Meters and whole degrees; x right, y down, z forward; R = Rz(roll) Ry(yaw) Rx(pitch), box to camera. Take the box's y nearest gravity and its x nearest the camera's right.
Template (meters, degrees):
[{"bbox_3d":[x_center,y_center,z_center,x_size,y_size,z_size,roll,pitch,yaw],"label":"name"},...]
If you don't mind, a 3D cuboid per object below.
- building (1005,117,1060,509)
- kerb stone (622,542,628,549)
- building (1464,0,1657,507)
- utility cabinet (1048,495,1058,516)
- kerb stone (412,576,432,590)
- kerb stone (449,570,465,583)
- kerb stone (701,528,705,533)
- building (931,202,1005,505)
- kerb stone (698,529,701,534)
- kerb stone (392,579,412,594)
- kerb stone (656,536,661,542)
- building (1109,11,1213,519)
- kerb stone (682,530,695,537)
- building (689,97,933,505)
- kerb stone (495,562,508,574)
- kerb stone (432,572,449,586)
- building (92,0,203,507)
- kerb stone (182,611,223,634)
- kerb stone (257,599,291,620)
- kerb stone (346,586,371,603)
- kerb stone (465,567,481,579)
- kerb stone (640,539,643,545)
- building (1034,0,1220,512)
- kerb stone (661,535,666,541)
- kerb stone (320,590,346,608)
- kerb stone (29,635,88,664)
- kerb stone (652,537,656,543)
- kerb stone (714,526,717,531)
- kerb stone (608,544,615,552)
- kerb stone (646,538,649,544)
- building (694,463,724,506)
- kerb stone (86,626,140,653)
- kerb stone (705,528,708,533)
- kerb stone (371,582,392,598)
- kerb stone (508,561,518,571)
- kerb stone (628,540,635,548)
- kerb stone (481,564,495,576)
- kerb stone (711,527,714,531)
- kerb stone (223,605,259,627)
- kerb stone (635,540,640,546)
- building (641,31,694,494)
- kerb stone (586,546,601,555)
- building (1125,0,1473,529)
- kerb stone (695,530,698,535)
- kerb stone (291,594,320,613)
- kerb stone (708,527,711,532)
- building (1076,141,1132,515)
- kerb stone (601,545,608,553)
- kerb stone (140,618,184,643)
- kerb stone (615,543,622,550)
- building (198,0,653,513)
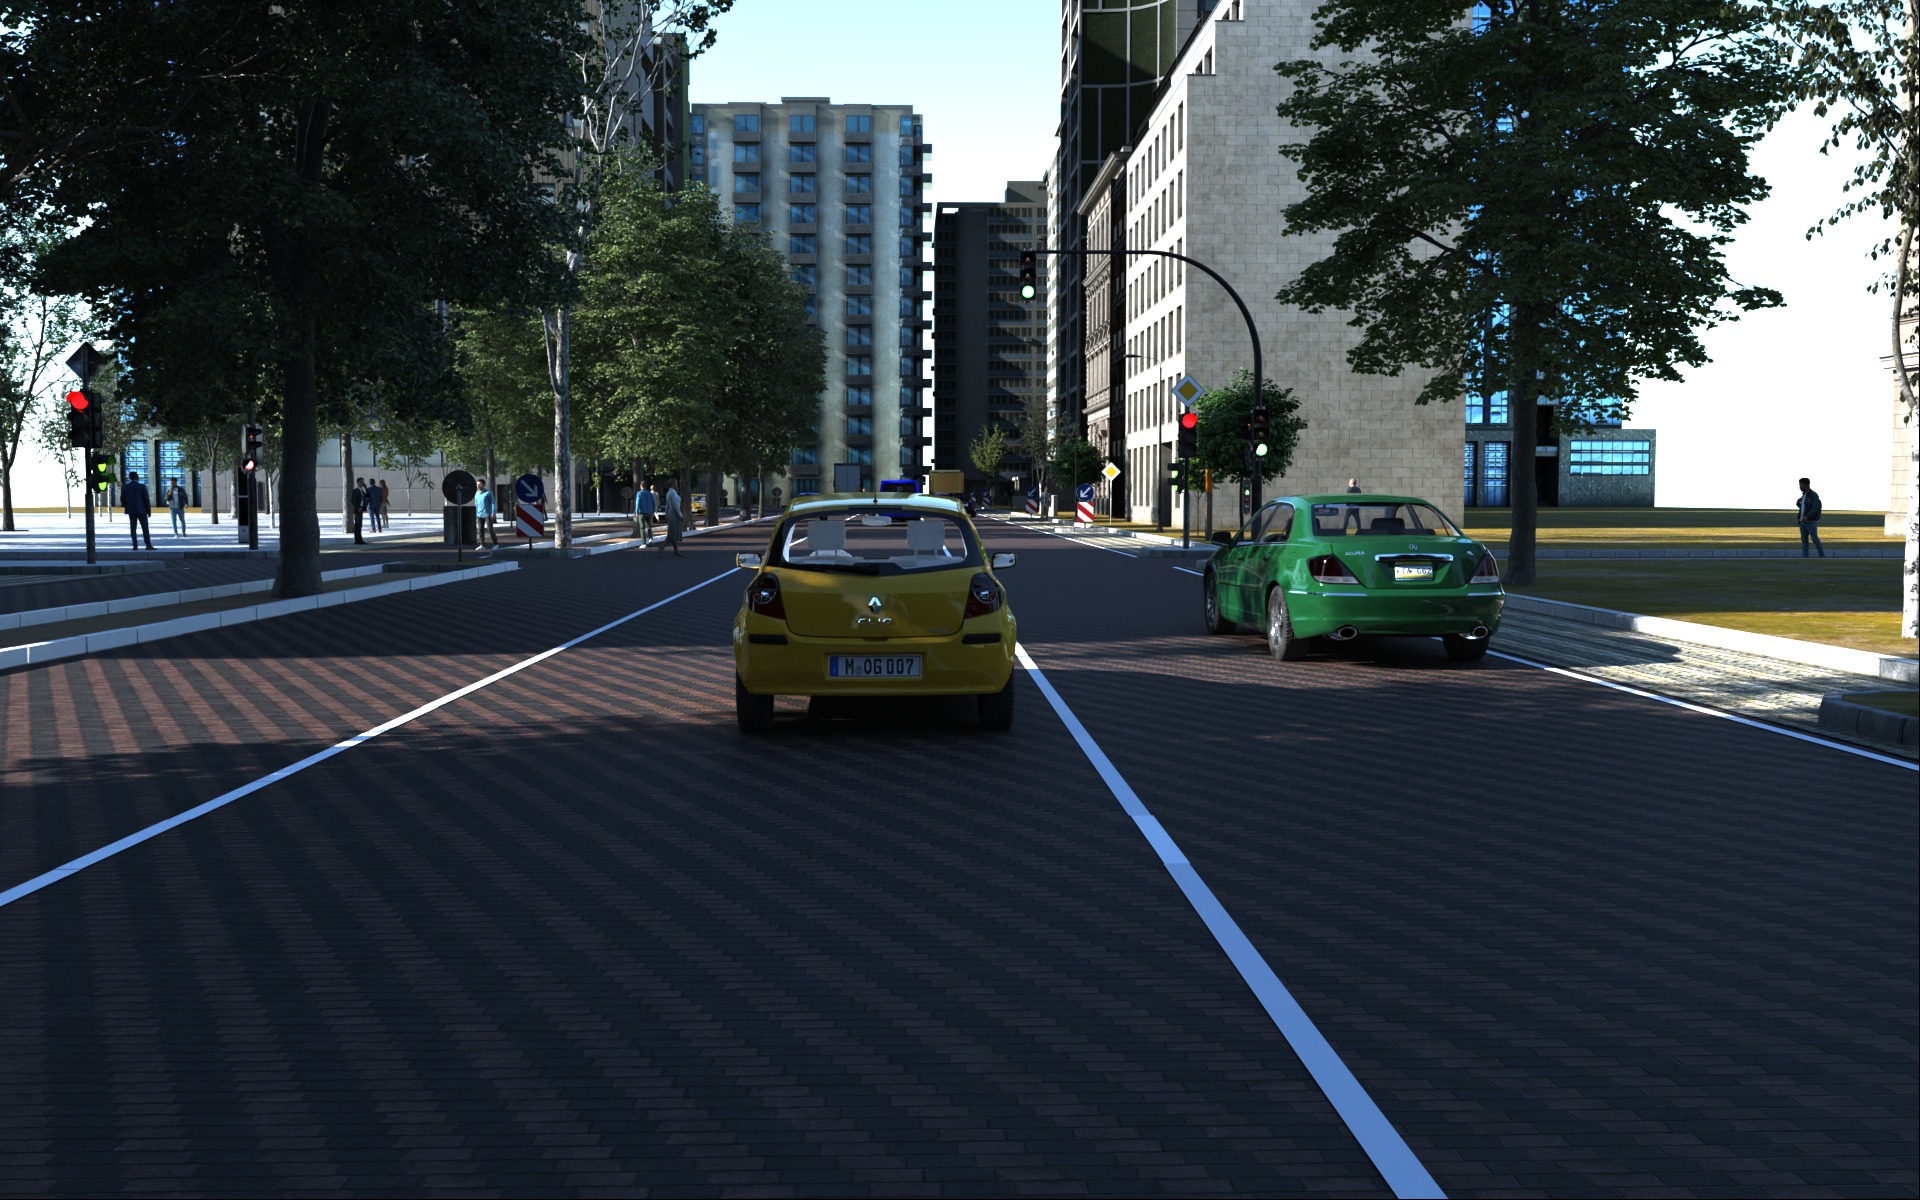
[{"bbox_3d":[21.698,-29.735,178.043,32.217,40.220,23.993,0,4,-2],"label":"building"},{"bbox_3d":[-8.887,-1.413,45.304,0.120,0.150,1.000,0,4,-2],"label":"kerb stone"},{"bbox_3d":[54.461,-52.965,178.657,31.000,86.520,22.319,0,4,-2],"label":"building"},{"bbox_3d":[5.322,-5.444,100.169,0.306,1.237,1.020,-1,4,-20],"label":"utility cabinet"},{"bbox_3d":[-8.264,-0.253,26.334,0.120,0.150,1.000,0,4,-2],"label":"kerb stone"},{"bbox_3d":[-8.338,-0.378,28.382,0.120,0.150,1.000,0,4,-2],"label":"kerb stone"},{"bbox_3d":[-9.458,-2.473,62.751,0.120,0.150,1.000,0,4,-2],"label":"kerb stone"},{"bbox_3d":[8.452,-32.151,217.551,23.993,40.220,32.217,0,4,-2],"label":"building"},{"bbox_3d":[-9.423,-2.418,61.725,0.120,0.150,1.000,0,4,-2],"label":"kerb stone"},{"bbox_3d":[-8.246,-0.190,25.305,0.120,0.150,1.000,0,4,-2],"label":"kerb stone"},{"bbox_3d":[-9.090,-1.790,51.461,0.120,0.150,1.000,0,4,-2],"label":"kerb stone"},{"bbox_3d":[14.693,-15.800,88.004,12.332,23.373,15.834,0,4,-2],"label":"building"},{"bbox_3d":[-9.349,-2.291,59.652,0.120,0.150,1.000,0,4,-2],"label":"kerb stone"},{"bbox_3d":[-18.675,-36.209,211.633,30.456,49.044,23.786,0,4,-2],"label":"building"},{"bbox_3d":[-8.436,-0.564,31.464,0.120,0.150,1.000,0,4,-2],"label":"kerb stone"},{"bbox_3d":[-8.297,-0.310,27.356,0.120,0.150,1.000,0,4,-2],"label":"kerb stone"},{"bbox_3d":[-70.900,-52.703,174.372,31.000,86.520,22.319,0,4,-2],"label":"building"},{"bbox_3d":[-8.006,0.248,18.138,0.120,0.150,1.000,0,4,-2],"label":"kerb stone"},{"bbox_3d":[-8.065,0.123,20.186,0.120,0.150,1.000,0,4,-2],"label":"kerb stone"},{"bbox_3d":[-8.164,-0.065,23.262,0.120,0.150,1.000,0,4,-2],"label":"kerb stone"},{"bbox_3d":[-8.368,-0.438,29.416,0.120,0.150,1.000,0,4,-2],"label":"kerb stone"},{"bbox_3d":[-8.982,-1.598,48.380,0.120,0.150,1.000,0,4,-2],"label":"kerb stone"},{"bbox_3d":[16.458,-42.314,130.081,20.563,71.187,20.611,0,4,-2],"label":"building"},{"bbox_3d":[-9.114,-1.852,52.484,0.120,0.150,1.000,0,4,-2],"label":"kerb stone"},{"bbox_3d":[-8.135,-0.003,22.239,0.120,0.150,1.000,0,4,-2],"label":"kerb stone"},{"bbox_3d":[-7.904,0.438,15.067,0.120,0.150,1.000,0,4,-2],"label":"kerb stone"},{"bbox_3d":[-9.055,-1.727,50.431,0.120,0.150,1.000,0,4,-2],"label":"kerb stone"},{"bbox_3d":[-9.584,-2.729,66.838,0.120,0.150,1.000,0,4,-2],"label":"kerb stone"},{"bbox_3d":[-8.822,-1.288,43.261,0.120,0.150,1.000,0,4,-2],"label":"kerb stone"},{"bbox_3d":[-9.016,-1.660,49.402,0.120,0.150,1.000,0,4,-2],"label":"kerb stone"},{"bbox_3d":[-39.903,-20.185,175.067,28.899,21.520,27.650,0,4,-2],"label":"building"},{"bbox_3d":[-7.932,0.373,16.093,0.120,0.150,1.000,0,4,-2],"label":"kerb stone"},{"bbox_3d":[-9.484,-2.542,63.773,0.120,0.150,1.000,0,4,-2],"label":"kerb stone"},{"bbox_3d":[-8.203,-0.122,24.284,0.120,0.150,1.000,0,4,-2],"label":"kerb stone"},{"bbox_3d":[-8.463,-0.630,32.488,0.120,0.150,1.000,0,4,-2],"label":"kerb stone"},{"bbox_3d":[-8.914,-1.475,46.334,0.120,0.150,1.000,0,4,-2],"label":"kerb stone"},{"bbox_3d":[-8.396,-0.504,30.438,0.120,0.150,1.000,0,4,-2],"label":"kerb stone"},{"bbox_3d":[-9.560,-2.666,65.816,0.120,0.150,1.000,0,4,-2],"label":"kerb stone"},{"bbox_3d":[-8.036,0.191,19.160,0.120,0.150,1.000,0,4,-2],"label":"kerb stone"},{"bbox_3d":[-8.951,-1.539,47.358,0.120,0.150,1.000,0,4,-2],"label":"kerb stone"},{"bbox_3d":[-30.958,-28.458,148.877,14.154,41.232,14.086,0,4,-2],"label":"building"},{"bbox_3d":[-8.755,-1.162,41.211,0.120,0.150,1.000,0,4,-2],"label":"kerb stone"},{"bbox_3d":[13.117,-13.259,71.529,10.420,20.320,16.860,0,4,-2],"label":"building"},{"bbox_3d":[-9.379,-2.354,60.683,0.120,0.150,1.000,0,4,-2],"label":"kerb stone"},{"bbox_3d":[-8.108,0.060,21.218,0.120,0.150,1.000,0,4,-2],"label":"kerb stone"},{"bbox_3d":[-9.524,-2.605,64.795,0.120,0.150,1.000,0,4,-2],"label":"kerb stone"},{"bbox_3d":[13.550,-16.939,105.828,11.050,23.489,19.941,0,4,-2],"label":"building"},{"bbox_3d":[-8.785,-1.223,42.236,0.120,0.150,1.000,0,4,-2],"label":"kerb stone"},{"bbox_3d":[-7.962,0.315,17.117,0.120,0.150,1.000,0,4,-2],"label":"kerb stone"},{"bbox_3d":[-8.854,-1.351,44.282,0.120,0.150,1.000,0,4,-2],"label":"kerb stone"},{"bbox_3d":[-37.512,-32.924,127.551,28.713,52.752,27.495,0,4,-2],"label":"building"}]
